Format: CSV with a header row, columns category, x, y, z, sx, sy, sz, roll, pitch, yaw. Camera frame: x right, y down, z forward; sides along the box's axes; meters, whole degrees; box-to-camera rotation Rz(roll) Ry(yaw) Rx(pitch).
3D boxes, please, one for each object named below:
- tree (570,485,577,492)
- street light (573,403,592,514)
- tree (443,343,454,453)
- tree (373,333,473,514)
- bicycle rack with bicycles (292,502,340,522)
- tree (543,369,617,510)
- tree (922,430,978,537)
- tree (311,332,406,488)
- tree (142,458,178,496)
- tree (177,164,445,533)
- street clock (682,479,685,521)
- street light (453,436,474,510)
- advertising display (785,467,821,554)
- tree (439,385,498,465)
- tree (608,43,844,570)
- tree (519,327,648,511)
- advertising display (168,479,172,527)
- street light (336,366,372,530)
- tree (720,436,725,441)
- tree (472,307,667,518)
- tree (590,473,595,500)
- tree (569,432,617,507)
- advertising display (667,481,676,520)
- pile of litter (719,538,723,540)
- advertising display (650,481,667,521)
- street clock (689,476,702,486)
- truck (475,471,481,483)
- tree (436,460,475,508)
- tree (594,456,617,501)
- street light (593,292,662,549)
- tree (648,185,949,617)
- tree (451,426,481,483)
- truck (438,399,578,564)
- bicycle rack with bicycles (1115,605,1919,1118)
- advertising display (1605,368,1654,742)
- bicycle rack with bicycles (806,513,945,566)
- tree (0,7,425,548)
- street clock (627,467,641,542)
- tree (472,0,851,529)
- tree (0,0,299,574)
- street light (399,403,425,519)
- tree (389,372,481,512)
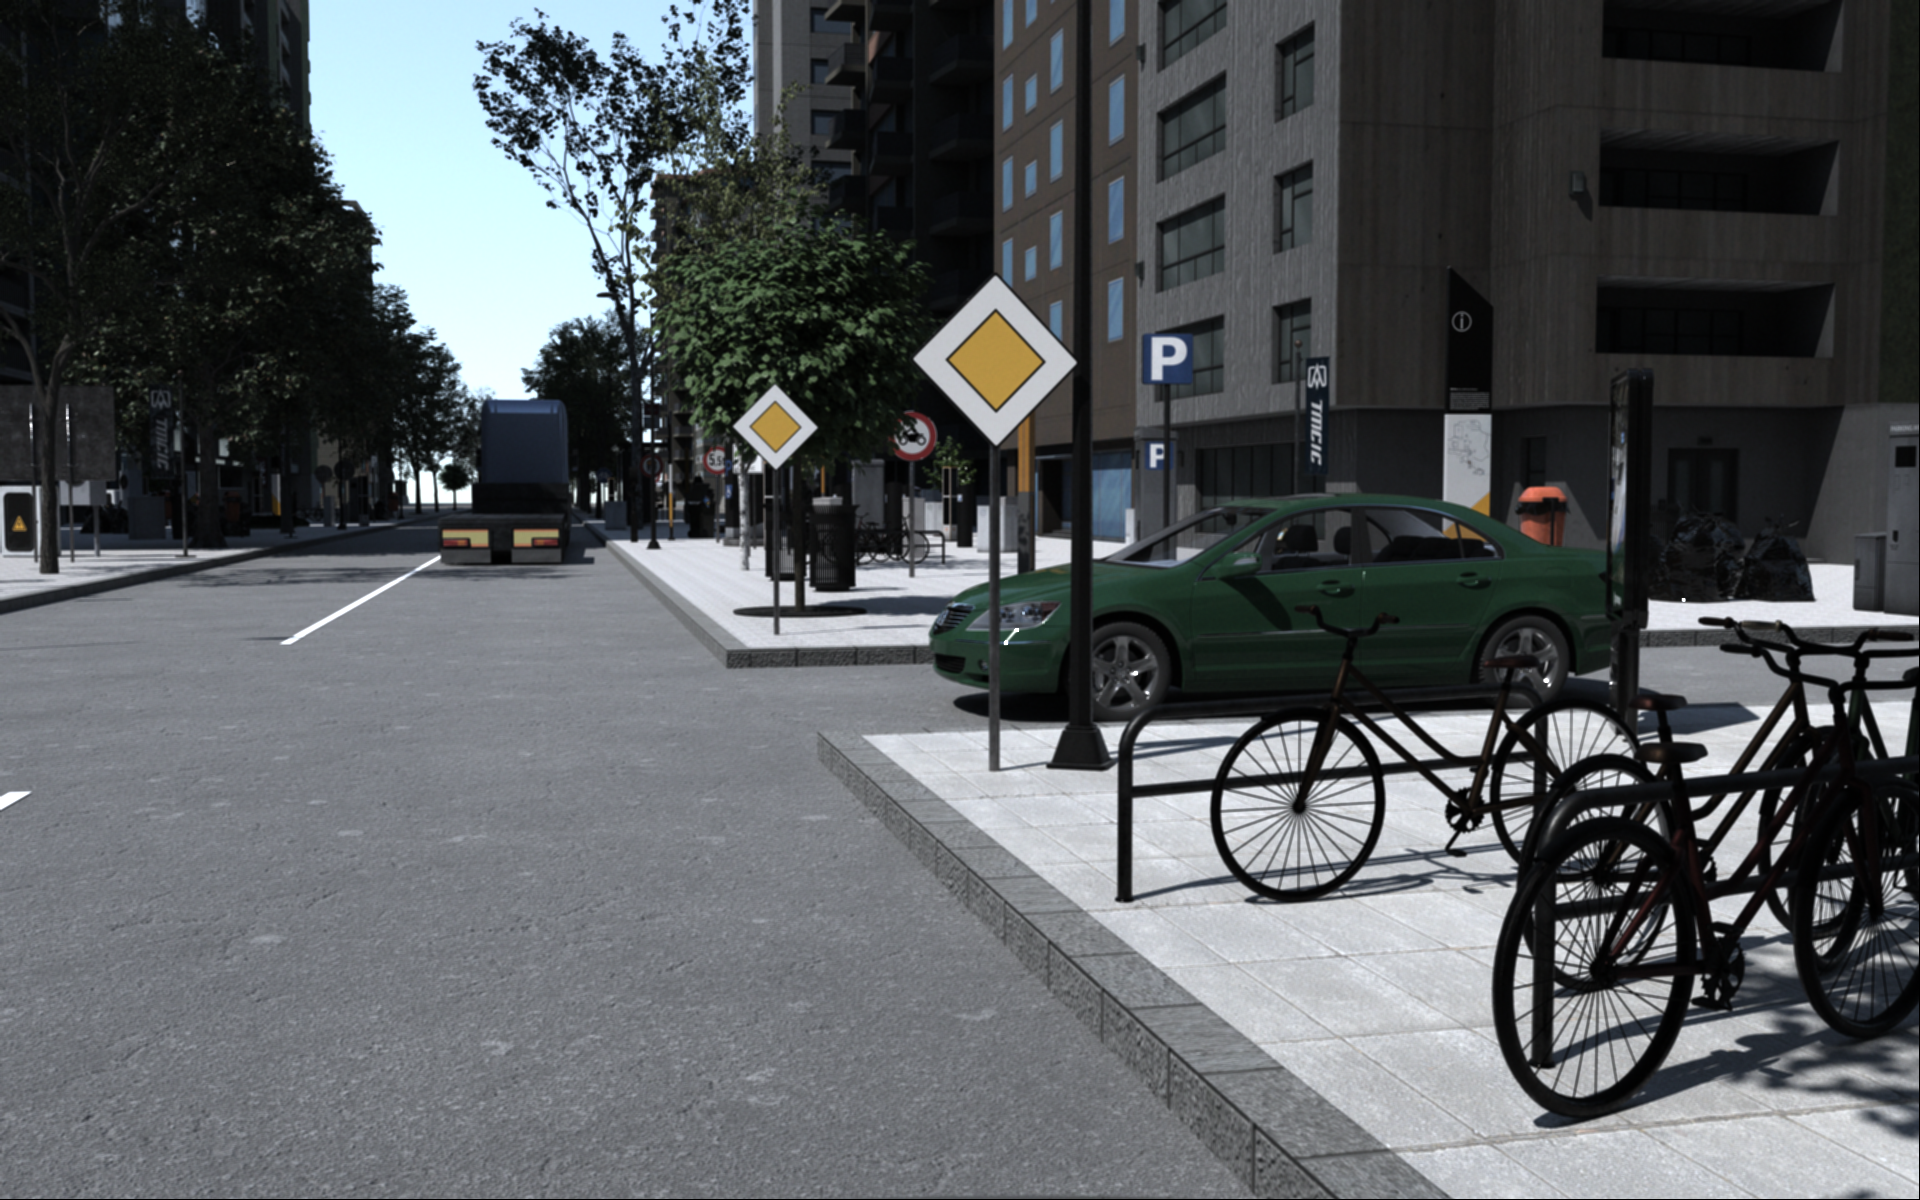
category,x,y,z,sx,sy,sz,roll,pitch,yaw
tree,-40.975,-14.525,187.848,4.360,8.622,3.978,0,3,0
street light,-19.083,-7.107,88.742,1.470,5.913,1.316,-1,4,-13
tree,-31.338,-10.728,93.523,7.486,12.596,7.792,0,3,0
tree,-34.998,-11.331,111.022,9.928,11.665,9.643,0,3,0
bicycle rack with bicycles,-29.470,-4.113,80.631,2.925,0.926,2.852,-1,4,-15
tree,-31.465,-13.692,141.990,7.486,12.596,7.792,0,3,0
tree,-0.432,-3.539,52.468,1.663,3.219,1.824,0,3,0
tree,-25.212,-7.496,72.921,4.360,8.622,3.978,0,3,0
tree,-35.480,-4.987,76.134,1.663,3.219,1.824,0,3,0
tree,-21.795,-8.443,56.168,7.486,12.596,7.792,0,3,0
street clock,-13.014,-4.748,82.203,0.358,2.002,0.471,-2,4,-29
street light,-39.414,-10.047,136.803,1.470,5.913,1.316,-1,4,-13
advertising display,-3.333,-1.935,36.846,0.123,1.923,0.974,3,5,40
tree,-53.484,-17.287,193.018,12.009,13.543,11.850,0,3,0
tree,-3.639,-4.789,28.668,4.737,8.622,4.395,0,3,0
tree,-28.090,-13.628,129.479,9.857,13.997,8.962,0,3,0
advertising display,-29.977,-3.765,66.768,0.123,1.923,0.974,3,5,42
street light,-21.801,-5.501,62.490,1.470,5.913,1.316,-1,4,-13
tree,-8.668,-7.587,74.409,4.360,8.622,3.978,0,3,0
tree,-19.662,-10.335,94.740,9.928,11.665,9.643,0,3,0
tree,-32.739,-9.779,154.488,1.663,3.219,1.824,0,3,0
tree,-38.148,-15.668,173.175,9.611,12.733,9.660,0,3,0
advertising display,-14.359,-4.943,86.032,0.123,1.923,0.974,1,4,12
pile of litter,-6.069,-2.149,49.108,1.719,0.858,1.176,0,4,-4
advertising display,-14.702,-4.767,83.150,0.974,1.923,0.123,0,4,5
street clock,-10.568,-3.998,69.931,0.358,2.002,0.471,1,4,9
truck,-37.770,-9.262,140.339,2.839,4.237,11.283,-1,4,-15
tree,-46.060,-10.644,157.745,4.285,4.588,4.351,0,3,0
tree,-17.157,-5.636,86.748,1.663,3.219,1.824,0,3,0
street light,-7.673,-4.133,40.118,1.470,5.913,1.316,-1,4,-13
tree,-1.663,-2.135,18.623,4.285,4.588,4.351,0,3,0
tree,-49.083,-13.718,174.645,4.360,8.622,3.978,0,3,0
truck,-11.169,-3.299,43.695,2.967,4.110,18.799,-1,4,-12
bicycle rack with bicycles,1.901,0.513,4.996,2.925,0.926,2.852,-2,4,-25
advertising display,3.588,-0.251,9.319,0.123,1.923,0.974,1,4,15
bicycle rack with bicycles,-1.710,-1.140,32.014,2.925,0.926,2.852,-2,4,-29
tree,-18.077,-7.607,41.377,9.611,12.733,9.660,0,3,0
street clock,-8.699,-2.547,46.207,0.358,2.002,0.471,-1,4,-10
tree,-10.328,-12.594,61.800,12.611,20.169,13.585,0,3,0
tree,-14.640,-5.680,27.276,8.767,10.594,7.601,-1,4,-12
street light,-27.909,-7.069,88.125,1.470,5.913,1.316,-1,4,-13
tree,-37.630,-11.620,124.393,8.767,10.594,7.601,-1,4,-17
